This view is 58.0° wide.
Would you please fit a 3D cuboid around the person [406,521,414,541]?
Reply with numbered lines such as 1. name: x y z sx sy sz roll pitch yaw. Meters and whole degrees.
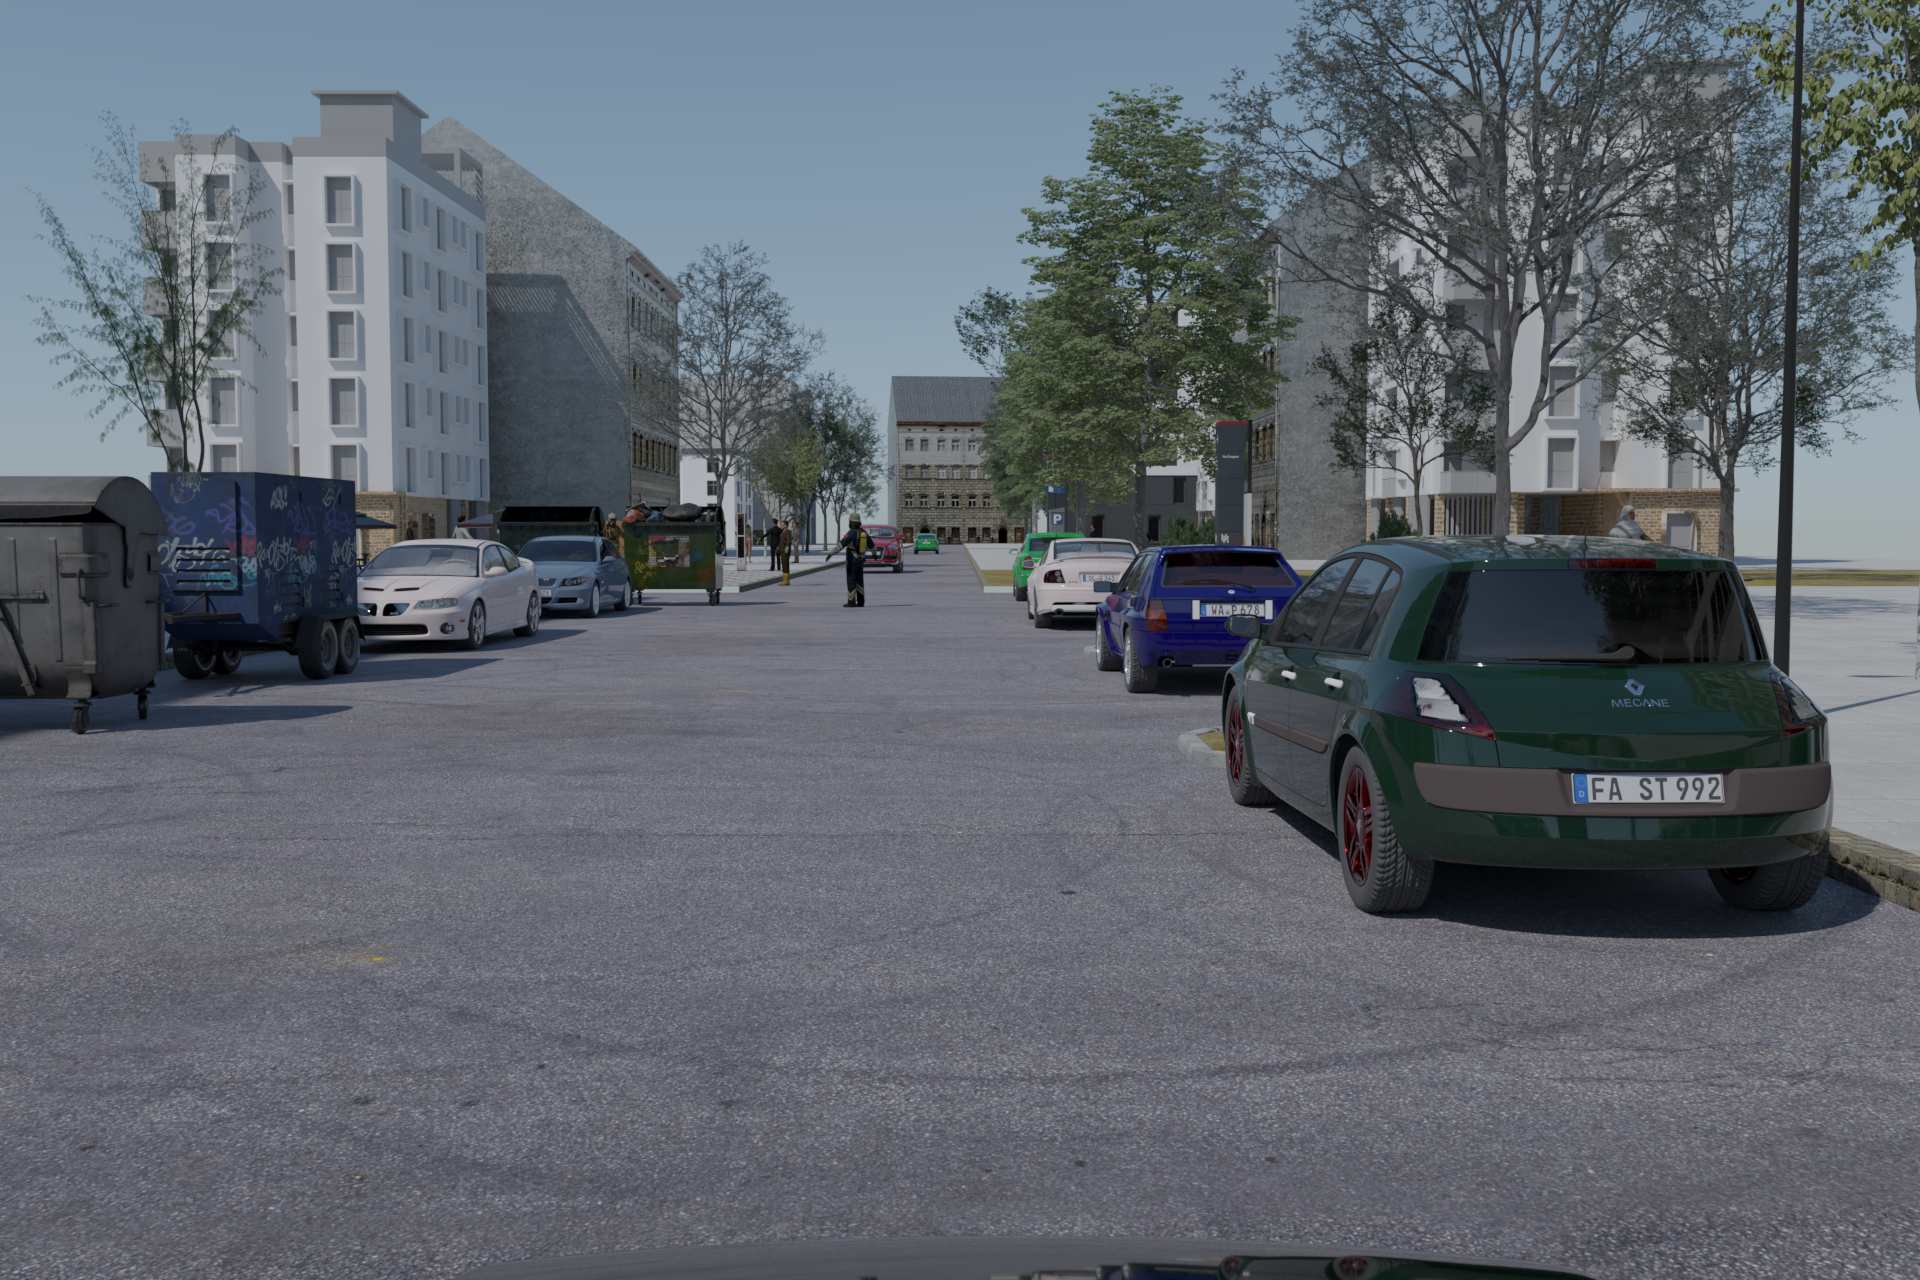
1. person: -22.591 -3.979 71.278 0.704 1.802 1.346 -1 4 -22

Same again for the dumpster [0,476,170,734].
1. dumpster: -7.018 -0.283 12.841 1.865 1.857 1.264 0 3 0

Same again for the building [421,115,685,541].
1. building: -26.932 -16.487 100.484 19.493 23.208 18.063 0 4 -1

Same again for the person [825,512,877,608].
1. person: -2.067 -1.569 33.894 0.705 1.856 1.354 3 5 43

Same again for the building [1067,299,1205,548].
1. building: 22.315 -19.760 167.058 27.936 21.610 32.646 0 4 0

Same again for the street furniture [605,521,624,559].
1. street furniture: -14.272 -3.260 60.151 9.812 1.723 11.010 0 4 7

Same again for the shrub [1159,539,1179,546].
1. shrub: 5.267 -2.002 43.842 1.383 1.207 1.383 0 3 0

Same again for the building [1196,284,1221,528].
1. building: 22.538 -16.513 126.404 16.016 20.090 11.380 0 4 0

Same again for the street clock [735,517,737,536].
1. street clock: -7.675 -3.409 60.303 0.358 2.002 0.471 0 4 0

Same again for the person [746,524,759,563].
1. person: -9.359 -4.292 76.971 1.217 1.733 0.721 2 4 35

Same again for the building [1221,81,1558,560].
1. building: 24.808 -16.069 93.656 19.493 23.208 18.063 0 4 0

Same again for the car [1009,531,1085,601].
1. car: 2.076 -1.802 38.256 1.959 1.807 4.718 0 4 0

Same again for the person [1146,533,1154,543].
1. person: 7.997 -4.223 75.229 0.705 1.806 1.347 -1 4 -21

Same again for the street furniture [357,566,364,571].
1. street furniture: -16.937 -1.652 42.639 5.734 0.657 10.072 -1 4 -15

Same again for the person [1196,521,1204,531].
1. person: 9.262 -3.681 66.306 1.348 1.813 0.705 1 4 18

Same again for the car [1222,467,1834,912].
1. car: 2.320 0.112 7.962 2.009 1.686 4.222 0 4 -1

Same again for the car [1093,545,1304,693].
1. car: 2.327 -0.268 16.960 1.945 1.354 3.894 0 4 -1

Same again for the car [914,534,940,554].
1. car: -2.392 -7.060 124.233 1.959 1.807 4.718 0 4 0

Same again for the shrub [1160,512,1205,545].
1. shrub: 7.131 -3.150 55.927 1.690 2.028 1.600 0 3 0

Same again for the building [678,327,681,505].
1. building: -30.130 -17.644 119.406 19.493 23.208 18.063 0 4 -1

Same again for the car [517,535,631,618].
1. car: -7.075 -1.168 31.102 2.014 1.417 4.499 0 4 0

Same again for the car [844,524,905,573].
1. car: -3.163 -3.427 64.712 2.281 1.827 5.304 0 4 0

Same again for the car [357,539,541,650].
1. car: -6.884 -0.647 22.935 2.083 1.381 4.827 0 3 0

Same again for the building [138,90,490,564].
1. building: -29.024 -13.385 75.271 16.016 20.090 11.380 0 4 0

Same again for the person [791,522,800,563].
1. person: -7.264 -4.292 76.448 0.705 1.796 1.348 -1 4 -21

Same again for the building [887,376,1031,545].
1. building: -0.427 -24.860 239.844 18.063 23.208 19.493 0 4 -6

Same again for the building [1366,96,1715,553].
1. building: 24.537 -13.746 81.175 16.016 20.090 11.380 0 3 0

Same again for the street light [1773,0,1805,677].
1. street light: 6.146 -2.392 11.653 1.470 5.913 1.316 0 3 0

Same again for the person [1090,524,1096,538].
1. person: 5.993 -4.428 79.116 0.721 1.740 1.216 0 4 5

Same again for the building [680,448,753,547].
1. building: -26.327 -14.742 183.177 9.099 9.664 28.070 0 4 1

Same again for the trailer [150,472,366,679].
1. trailer: -6.945 -0.588 16.668 1.471 1.999 3.904 0 4 0

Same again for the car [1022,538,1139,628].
1. car: 2.056 -0.937 27.682 2.083 1.381 4.827 0 4 0

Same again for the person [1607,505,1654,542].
1. person: 10.577 -1.254 27.274 1.217 1.736 0.721 -1 4 -20

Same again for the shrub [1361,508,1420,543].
1. shrub: 12.131 -2.706 48.657 1.690 2.028 1.600 0 3 0

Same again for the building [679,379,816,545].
1. building: -27.455 -21.182 212.785 16.747 18.905 31.486 0 4 0

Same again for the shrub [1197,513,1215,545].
1. shrub: 9.064 -3.506 61.746 1.690 2.028 1.600 0 3 0
